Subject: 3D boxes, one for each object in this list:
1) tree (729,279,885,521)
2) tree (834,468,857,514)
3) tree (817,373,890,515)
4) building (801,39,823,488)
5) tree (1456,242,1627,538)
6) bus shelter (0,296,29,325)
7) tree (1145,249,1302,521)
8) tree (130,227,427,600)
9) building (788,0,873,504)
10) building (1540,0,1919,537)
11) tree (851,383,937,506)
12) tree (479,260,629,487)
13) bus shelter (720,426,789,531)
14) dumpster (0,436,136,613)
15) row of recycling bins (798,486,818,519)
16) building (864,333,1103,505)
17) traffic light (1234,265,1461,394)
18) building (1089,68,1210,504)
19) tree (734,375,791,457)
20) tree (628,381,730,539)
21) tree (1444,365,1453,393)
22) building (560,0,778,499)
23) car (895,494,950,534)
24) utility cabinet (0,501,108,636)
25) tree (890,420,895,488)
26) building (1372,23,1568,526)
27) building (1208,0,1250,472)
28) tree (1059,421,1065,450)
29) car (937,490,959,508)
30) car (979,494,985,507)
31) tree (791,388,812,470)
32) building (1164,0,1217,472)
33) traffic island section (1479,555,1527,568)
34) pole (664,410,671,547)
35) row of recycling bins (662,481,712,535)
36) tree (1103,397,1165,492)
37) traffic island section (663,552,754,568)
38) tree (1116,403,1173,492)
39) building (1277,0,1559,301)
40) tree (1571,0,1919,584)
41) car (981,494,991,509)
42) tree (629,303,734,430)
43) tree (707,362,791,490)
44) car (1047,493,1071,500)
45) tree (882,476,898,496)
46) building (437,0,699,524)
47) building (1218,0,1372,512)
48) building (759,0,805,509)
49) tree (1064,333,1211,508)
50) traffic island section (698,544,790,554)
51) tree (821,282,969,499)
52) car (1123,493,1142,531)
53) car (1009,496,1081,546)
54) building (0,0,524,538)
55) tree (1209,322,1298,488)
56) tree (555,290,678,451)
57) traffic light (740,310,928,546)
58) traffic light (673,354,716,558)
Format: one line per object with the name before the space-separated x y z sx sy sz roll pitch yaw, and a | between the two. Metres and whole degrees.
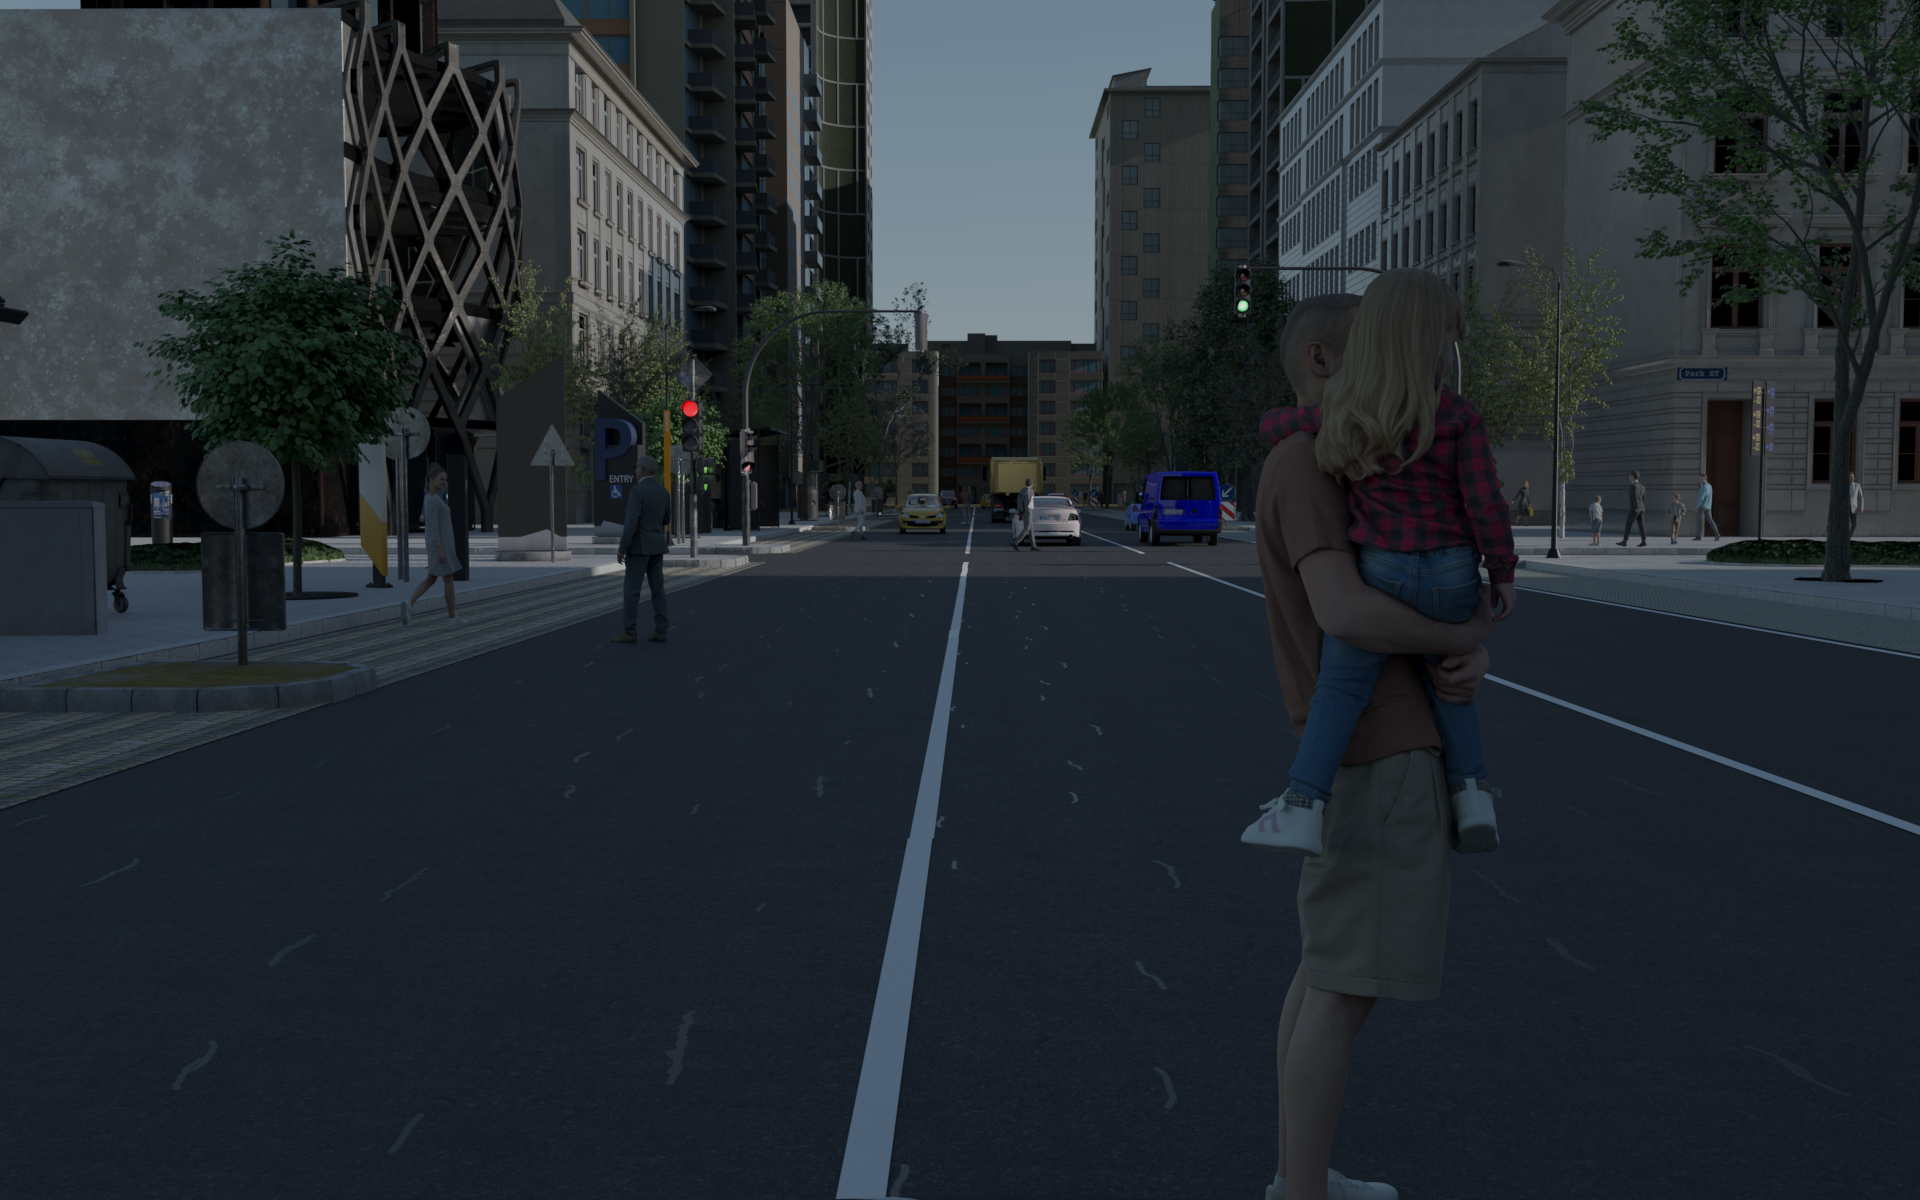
tree | -7.281 -9.599 82.698 9.928 11.665 9.643 0 3 0
tree | -7.302 -7.163 111.715 1.663 3.219 1.824 0 3 0
tree | -6.780 -9.495 105.612 4.737 8.622 4.395 0 3 0
building | -29.436 -33.883 173.600 30.456 49.044 23.786 0 4 1
tree | 17.240 -6.095 50.018 4.737 8.622 4.395 0 3 0
bus shelter | -9.149 -1.131 12.411 2.014 3.302 5.546 0 4 1
tree | 13.540 -10.067 81.598 9.611 12.733 9.660 0 3 0
tree | -8.328 -2.306 21.409 4.285 4.588 4.351 0 3 0
building | -21.833 -47.710 218.314 20.611 71.187 20.563 0 4 1
building | 30.995 -13.427 55.681 21.152 22.565 11.583 0 4 1
tree | -7.068 -17.075 189.540 12.009 13.543 11.850 0 3 0
tree | -12.963 -6.361 54.359 4.737 8.622 4.395 0 3 0
bus shelter | -7.419 -4.389 63.037 1.731 3.624 6.357 0 4 1
dumpster | -9.576 -0.746 17.959 1.264 1.857 1.865 0 4 1
row of recycling bins | -8.007 -5.128 90.954 1.069 1.692 3.534 0 4 -7
building | 2.956 -23.132 223.253 28.899 21.520 27.650 0 4 1
traffic light | 7.812 -3.666 34.610 4.771 5.953 1.251 0 4 1
building | 31.162 -38.770 223.130 27.495 52.752 28.713 0 4 1
tree | -12.286 -9.462 105.066 4.737 8.622 4.395 0 3 0
tree | -8.389 -4.086 50.522 4.285 4.588 4.351 0 3 0
tree | 17.424 -6.521 56.975 4.737 8.622 4.395 0 3 0
building | -25.870 -29.219 132.357 22.147 44.769 28.867 0 4 1
car | -1.372 -3.268 63.657 2.015 1.641 3.980 0 4 -1
utility cabinet | -8.381 -0.286 15.837 1.020 1.237 0.306 0 4 -5
tree | -6.695 -10.994 130.111 4.737 8.622 4.395 0 3 0
building | 25.412 -13.997 78.005 9.793 20.994 18.267 0 4 1
building | 27.797 -28.283 146.018 14.154 41.232 14.086 0 4 1
tree | 13.250 -13.990 154.488 9.928 11.665 9.643 0 3 0
car | -1.279 -10.407 178.826 2.281 1.827 5.304 0 4 1
car | 3.096 -10.751 185.995 2.015 1.641 3.980 0 4 -1
tree | -11.668 -9.882 111.936 4.360 8.622 3.978 0 3 0
building | 32.934 -52.304 167.833 22.319 86.520 31.000 0 4 1
traffic island section | 9.945 -0.768 34.845 2.009 0.180 2.903 0 4 1
pole | -7.134 -2.959 42.219 0.158 3.312 0.155 0 3 0
row of recycling bins | -8.964 -2.979 55.820 1.069 1.692 3.534 1 4 17
tree | 12.784 -10.805 127.018 4.737 8.622 4.395 0 3 0
traffic island section | -5.396 -0.778 34.999 2.009 0.180 2.903 0 4 1
tree | 14.380 -11.291 134.977 4.360 8.622 3.978 0 3 0
building | 26.767 -19.860 102.207 11.434 29.767 29.804 0 4 1
tree | 13.017 -6.069 24.986 9.928 11.665 9.643 0 3 0
car | 2.949 -9.381 163.602 2.015 1.641 3.980 0 4 2
tree | -12.104 -7.185 67.832 4.737 8.622 4.395 0 3 0
tree | -12.253 -8.909 96.022 4.360 8.622 3.978 0 3 0
car | 6.780 -6.905 121.939 2.155 1.783 4.494 0 4 2
tree | -6.703 -10.618 168.208 1.663 3.219 1.824 0 3 0
building | -23.545 -15.552 87.565 16.112 22.955 30.059 0 4 1
building | 30.863 -42.132 127.104 20.563 71.187 20.611 0 4 1
building | -21.492 -30.845 154.426 14.600 45.320 14.200 0 4 1
tree | 13.532 -11.351 111.341 9.928 11.665 9.643 0 3 0
traffic island section | -5.318 -1.266 42.984 2.009 0.180 2.903 0 4 1
tree | -5.911 -18.230 153.946 12.611 20.169 13.585 0 3 0
car | 7.409 -3.577 68.079 1.945 1.707 3.694 0 4 1
car | 2.443 -2.260 49.310 2.083 1.381 4.827 0 4 1
building | -23.800 -11.696 58.674 16.820 18.784 16.811 0 4 1
tree | 12.832 -7.502 73.020 4.360 8.622 3.978 0 3 0
tree | -12.212 -6.810 61.703 4.360 8.622 3.978 0 3 0
traffic light | -3.185 -4.171 42.863 4.771 5.953 1.251 0 4 1
traffic light | -5.356 -2.810 34.864 0.839 4.253 0.868 0 4 1
